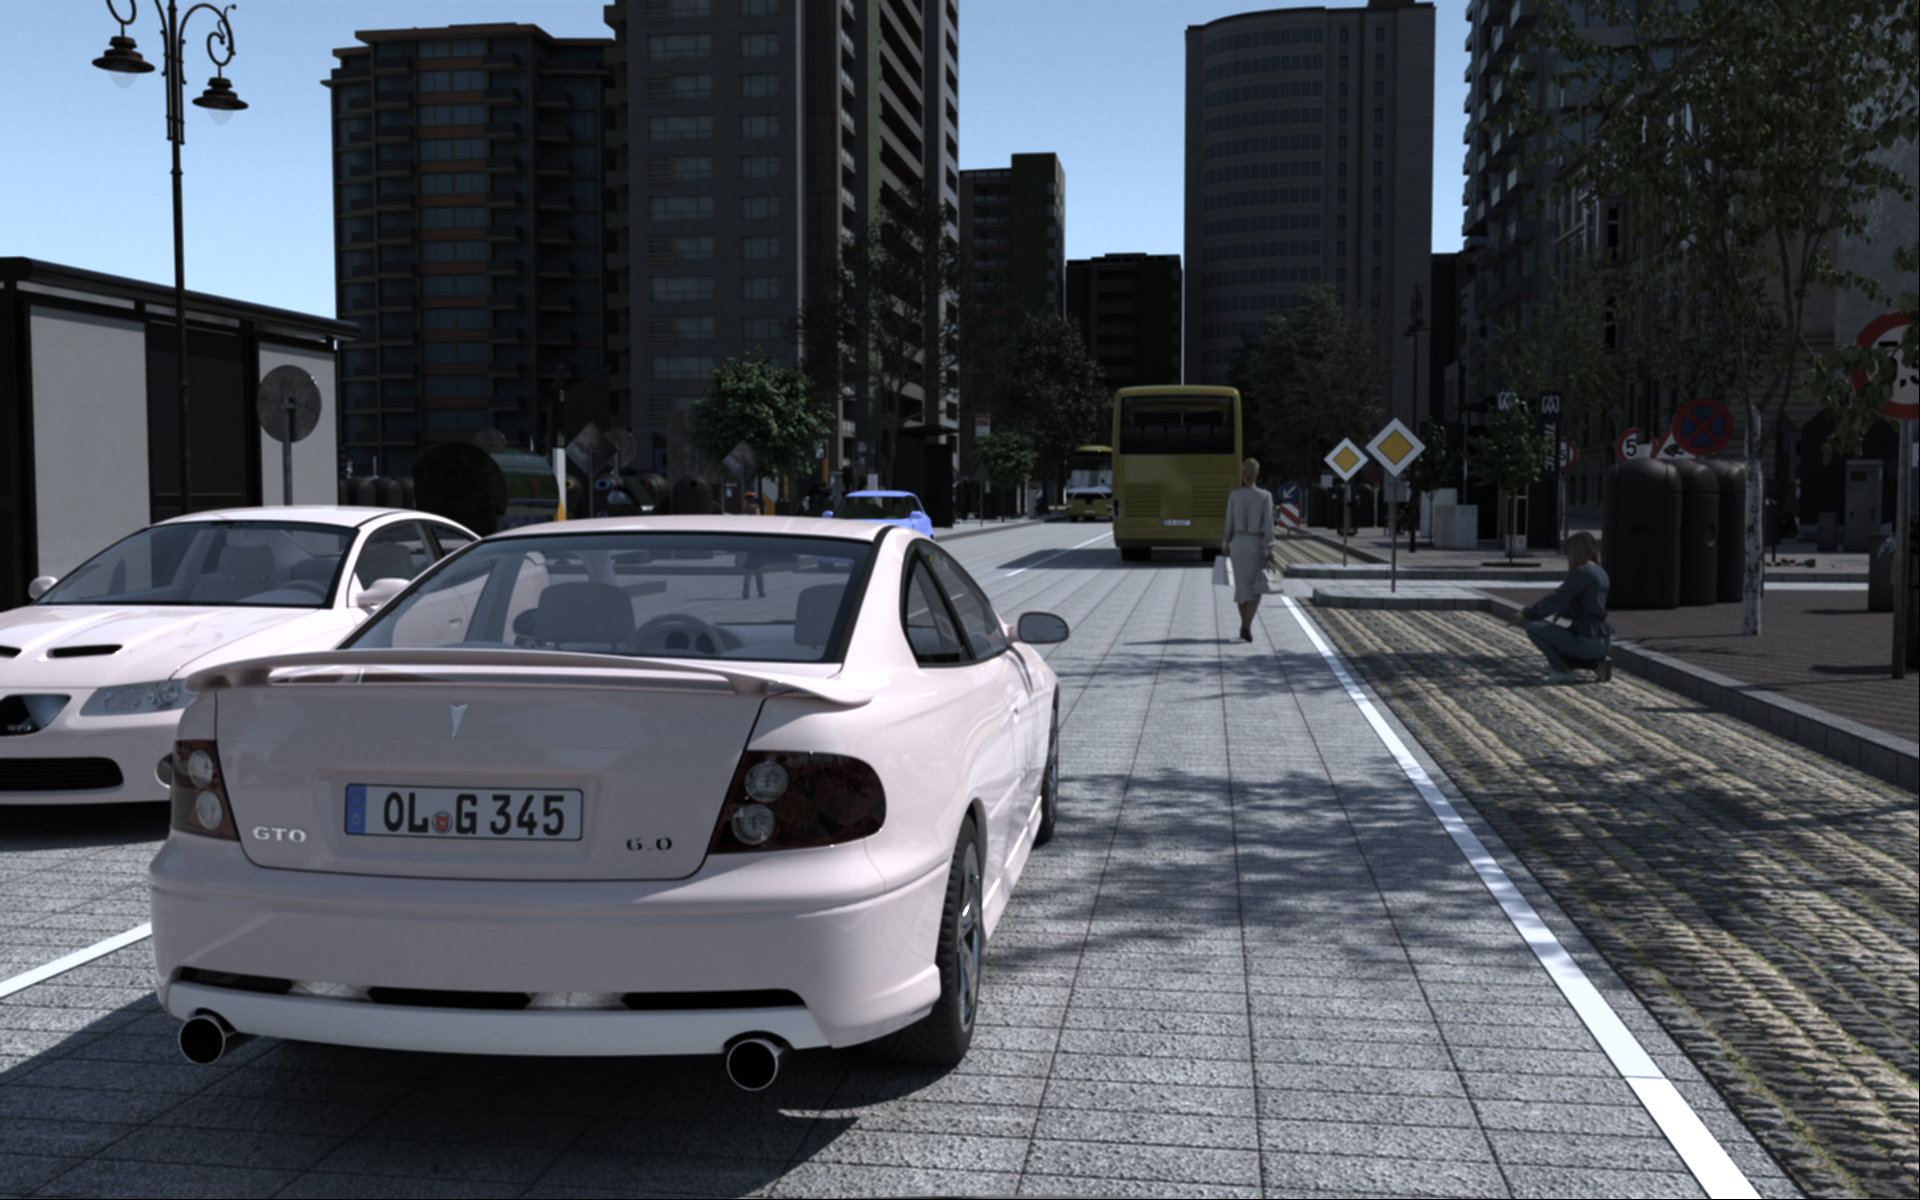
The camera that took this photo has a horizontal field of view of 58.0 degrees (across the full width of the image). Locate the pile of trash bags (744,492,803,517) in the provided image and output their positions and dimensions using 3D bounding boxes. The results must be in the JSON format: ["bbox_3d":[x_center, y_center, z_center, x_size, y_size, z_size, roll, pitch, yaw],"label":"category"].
[{"bbox_3d":[-8.351,-4.315,80.302,3.447,1.369,1.912,0,4,-1],"label":"pile of trash bags"}]

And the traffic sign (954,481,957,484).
[{"bbox_3d":[-0.484,-5.755,94.202,0.768,2.556,0.104,1,4,9],"label":"traffic sign"}]

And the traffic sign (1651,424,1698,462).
[{"bbox_3d":[12.185,-1.808,29.560,0.884,2.594,0.081,1,4,8],"label":"traffic sign"}]

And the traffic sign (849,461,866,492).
[{"bbox_3d":[-3.983,-4.062,66.519,0.768,2.556,0.104,1,4,16],"label":"traffic sign"}]

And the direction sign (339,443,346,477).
[{"bbox_3d":[-27.820,-5.218,77.308,0.876,3.537,0.379,0,4,3],"label":"direction sign"}]

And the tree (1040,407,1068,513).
[{"bbox_3d":[6.820,-10.276,118.368,4.360,8.622,3.978,0,3,0],"label":"tree"}]

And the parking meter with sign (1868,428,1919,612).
[{"bbox_3d":[10.809,-1.402,19.180,1.738,3.016,0.543,-2,4,-29],"label":"parking meter with sign"}]

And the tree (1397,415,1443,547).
[{"bbox_3d":[11.403,-2.922,42.384,1.663,3.219,1.824,0,3,0],"label":"tree"}]

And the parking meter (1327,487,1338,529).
[{"bbox_3d":[13.578,-3.350,63.183,0.372,1.533,0.369,0,3,0],"label":"parking meter"}]

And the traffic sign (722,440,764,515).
[{"bbox_3d":[-4.007,-1.734,31.998,0.795,2.450,0.064,0,4,8],"label":"traffic sign"}]

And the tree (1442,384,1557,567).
[{"bbox_3d":[9.684,-2.215,30.809,1.663,3.219,1.824,0,3,0],"label":"tree"}]

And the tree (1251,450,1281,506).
[{"bbox_3d":[26.161,-11.867,144.388,4.737,8.622,4.395,0,3,0],"label":"tree"}]

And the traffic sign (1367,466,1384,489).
[{"bbox_3d":[19.117,-4.873,79.771,0.768,2.556,0.104,1,4,13],"label":"traffic sign"}]

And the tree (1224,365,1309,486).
[{"bbox_3d":[24.178,-12.931,137.172,9.928,11.665,9.643,0,3,0],"label":"tree"}]

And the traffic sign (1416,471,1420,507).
[{"bbox_3d":[18.334,-4.234,69.227,0.884,2.594,0.081,1,4,9],"label":"traffic sign"}]

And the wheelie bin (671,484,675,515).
[{"bbox_3d":[-8.485,-2.764,53.105,0.980,1.594,0.693,2,4,25],"label":"wheelie bin"}]

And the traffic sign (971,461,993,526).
[{"bbox_3d":[0.857,-4.203,68.719,0.884,2.594,0.081,1,4,14],"label":"traffic sign"}]

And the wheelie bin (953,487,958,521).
[{"bbox_3d":[-0.536,-4.451,80.678,0.980,1.594,0.693,2,4,34],"label":"wheelie bin"}]

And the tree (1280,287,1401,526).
[{"bbox_3d":[13.431,-6.751,60.739,4.360,8.622,3.978,0,3,0],"label":"tree"}]

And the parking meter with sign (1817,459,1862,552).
[{"bbox_3d":[19.908,-2.563,38.163,1.738,3.016,0.543,3,4,38],"label":"parking meter with sign"}]

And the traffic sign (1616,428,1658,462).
[{"bbox_3d":[12.964,-2.026,33.231,0.768,2.556,0.104,1,4,11],"label":"traffic sign"}]

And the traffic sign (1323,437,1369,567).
[{"bbox_3d":[6.776,-1.640,30.451,0.795,2.450,0.064,0,4,8],"label":"traffic sign"}]

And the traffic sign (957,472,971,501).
[{"bbox_3d":[0.190,-5.457,90.405,0.795,2.450,0.064,1,4,12],"label":"traffic sign"}]

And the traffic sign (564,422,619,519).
[{"bbox_3d":[-5.131,-1.251,24.093,0.795,2.450,0.064,0,4,8],"label":"traffic sign"}]

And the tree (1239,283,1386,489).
[{"bbox_3d":[18.937,-10.704,93.140,7.486,12.596,7.792,0,3,0],"label":"tree"}]

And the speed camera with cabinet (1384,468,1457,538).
[{"bbox_3d":[13.576,-3.468,51.033,2.038,3.252,0.660,1,4,22],"label":"speed camera with cabinet"}]

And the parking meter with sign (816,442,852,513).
[{"bbox_3d":[-4.022,-3.824,58.787,1.738,3.016,0.543,-3,4,-38],"label":"parking meter with sign"}]

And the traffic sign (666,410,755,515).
[{"bbox_3d":[-6.000,-2.920,41.619,2.265,3.308,0.079,1,4,15],"label":"traffic sign"}]

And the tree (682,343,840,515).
[{"bbox_3d":[-4.342,-3.295,37.586,4.285,4.588,4.351,0,3,0],"label":"tree"}]

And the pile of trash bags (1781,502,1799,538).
[{"bbox_3d":[24.029,-2.522,50.981,3.447,1.369,1.912,0,4,-2],"label":"pile of trash bags"}]

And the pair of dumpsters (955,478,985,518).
[{"bbox_3d":[0.607,-5.547,93.188,1.574,2.255,4.437,0,4,8],"label":"pair of dumpsters"}]

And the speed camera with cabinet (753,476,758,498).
[{"bbox_3d":[-8.122,-4.729,71.652,0.660,3.252,2.038,-1,4,-13],"label":"speed camera with cabinet"}]

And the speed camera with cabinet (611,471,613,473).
[{"bbox_3d":[-14.202,-4.360,65.627,2.038,3.252,0.660,0,4,5],"label":"speed camera with cabinet"}]

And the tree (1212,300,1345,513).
[{"bbox_3d":[21.672,-12.775,115.521,9.857,13.997,8.962,0,3,0],"label":"tree"}]

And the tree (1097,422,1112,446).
[{"bbox_3d":[15.133,-13.656,173.633,4.360,8.622,3.978,0,3,0],"label":"tree"}]

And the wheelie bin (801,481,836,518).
[{"bbox_3d":[-3.527,-2.181,43.565,0.693,1.594,0.980,2,4,32],"label":"wheelie bin"}]

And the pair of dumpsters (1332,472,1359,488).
[{"bbox_3d":[16.970,-4.605,77.784,1.574,2.255,4.437,0,4,8],"label":"pair of dumpsters"}]

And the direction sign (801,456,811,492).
[{"bbox_3d":[-8.969,-6.641,100.584,0.379,3.537,0.876,-3,5,-44],"label":"direction sign"}]

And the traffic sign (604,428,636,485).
[{"bbox_3d":[-6.612,-2.036,33.401,0.768,2.556,0.104,1,4,14],"label":"traffic sign"}]

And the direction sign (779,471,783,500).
[{"bbox_3d":[-6.622,-4.437,64.549,0.379,3.537,0.876,1,4,18],"label":"direction sign"}]

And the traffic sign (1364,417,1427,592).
[{"bbox_3d":[5.652,-1.156,22.545,0.795,2.450,0.064,0,4,8],"label":"traffic sign"}]

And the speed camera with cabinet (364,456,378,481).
[{"bbox_3d":[-30.635,-5.944,91.513,0.660,3.252,2.038,1,4,17],"label":"speed camera with cabinet"}]

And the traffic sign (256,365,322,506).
[{"bbox_3d":[-6.646,-1.041,17.125,0.768,2.556,0.104,1,4,18],"label":"traffic sign"}]

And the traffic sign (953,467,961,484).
[{"bbox_3d":[-0.329,-4.167,69.318,0.795,2.450,0.064,1,4,17],"label":"traffic sign"}]

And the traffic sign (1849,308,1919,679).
[{"bbox_3d":[6.520,-0.725,11.960,0.768,2.556,0.104,1,4,18],"label":"traffic sign"}]

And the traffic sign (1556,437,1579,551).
[{"bbox_3d":[13.402,-2.362,38.726,0.768,2.556,0.104,1,4,11],"label":"traffic sign"}]

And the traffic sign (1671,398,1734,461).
[{"bbox_3d":[9.826,-1.399,22.986,0.768,2.556,0.104,1,4,17],"label":"traffic sign"}]

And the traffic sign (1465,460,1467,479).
[{"bbox_3d":[15.101,-2.978,50.824,0.606,2.300,0.079,1,4,15],"label":"traffic sign"}]

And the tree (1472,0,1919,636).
[{"bbox_3d":[7.001,-3.976,15.377,4.737,8.622,4.395,0,3,0],"label":"tree"}]
